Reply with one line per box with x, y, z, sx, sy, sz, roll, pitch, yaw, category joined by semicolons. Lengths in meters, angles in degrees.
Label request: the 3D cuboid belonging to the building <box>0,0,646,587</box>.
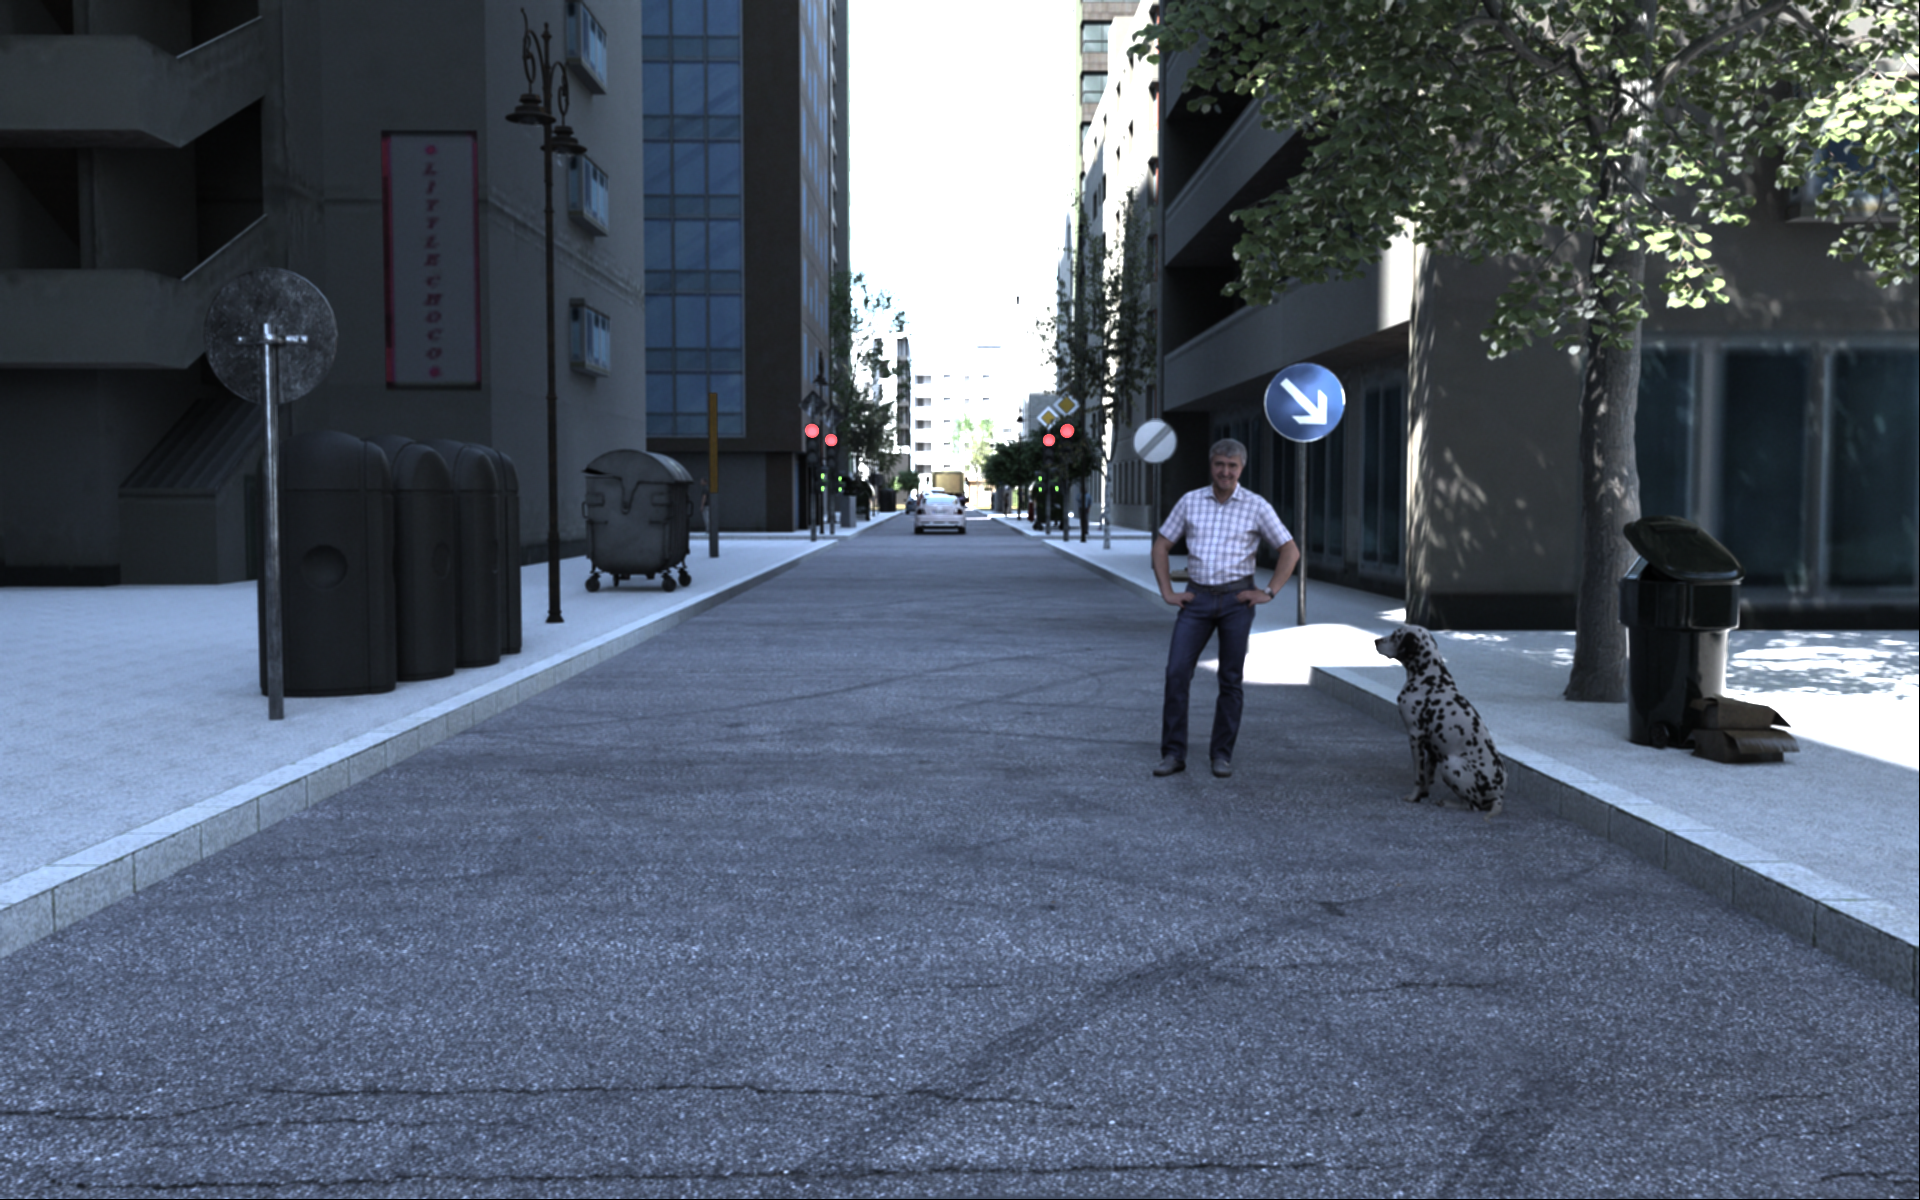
-18.298;-24.946;31.573;21.600;48.544;21.300;0;4;-1;building

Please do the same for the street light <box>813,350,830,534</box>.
-4.436;-5.057;55.469;0.468;5.910;1.993;0;4;-1;street light

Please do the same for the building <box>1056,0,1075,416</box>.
20.682;-32.172;115.256;28.713;52.752;27.495;0;4;-1;building

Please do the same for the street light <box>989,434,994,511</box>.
2.387;-9.601;129.757;0.468;5.910;1.993;0;4;-1;street light

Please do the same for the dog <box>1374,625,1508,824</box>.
2.253;0.548;7.878;0.513;0.831;0.800;0;4;-6;dog

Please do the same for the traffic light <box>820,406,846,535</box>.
-4.037;-4.034;54.877;0.839;4.253;0.868;0;4;-1;traffic light

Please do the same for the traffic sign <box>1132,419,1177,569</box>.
3.318;-1.801;29.548;0.768;2.556;0.104;1;4;9;traffic sign

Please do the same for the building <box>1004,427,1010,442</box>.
19.530;-17.104;221.801;28.070;9.664;9.099;0;4;-1;building

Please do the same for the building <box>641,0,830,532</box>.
-12.222;-25.273;63.322;14.600;45.320;14.200;0;4;-1;building

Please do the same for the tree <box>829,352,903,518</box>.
-5.196;-8.609;91.121;4.360;8.622;3.978;0;3;0;tree

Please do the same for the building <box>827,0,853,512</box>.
-15.011;-26.819;122.088;14.154;41.232;14.086;0;4;-1;building

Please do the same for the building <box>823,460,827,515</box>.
-18.650;-33.665;92.427;21.231;58.520;28.212;0;4;-1;building

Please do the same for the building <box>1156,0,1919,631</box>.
14.953;-24.567;25.376;21.300;48.544;21.600;0;4;-1;building

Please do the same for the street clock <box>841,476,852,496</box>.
-4.664;-4.069;71.092;0.358;2.002;0.471;-3;5;-45;street clock

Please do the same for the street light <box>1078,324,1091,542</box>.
3.288;-4.478;46.007;0.468;5.910;1.993;0;4;-1;street light

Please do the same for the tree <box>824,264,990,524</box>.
-5.575;-9.175;75.761;9.928;11.665;9.643;0;3;0;tree

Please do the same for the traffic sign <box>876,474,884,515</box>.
-5.111;-6.592;107.882;0.768;2.556;0.104;0;4;5;traffic sign

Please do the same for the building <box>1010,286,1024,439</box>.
19.260;-20.973;186.890;27.936;21.610;32.646;0;4;-1;building

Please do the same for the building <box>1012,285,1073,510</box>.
13.703;-17.642;154.911;16.747;18.905;31.486;0;4;-1;building

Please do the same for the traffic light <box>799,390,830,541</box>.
-3.957;-3.546;46.892;0.839;4.253;0.868;0;4;-1;traffic light

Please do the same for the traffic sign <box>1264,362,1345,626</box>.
3.339;-1.025;16.860;0.768;2.556;0.104;0;4;7;traffic sign

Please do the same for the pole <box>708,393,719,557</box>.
-4.992;-2.520;35.040;0.158;3.312;0.155;0;3;0;pole

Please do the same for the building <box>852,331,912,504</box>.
-22.839;-23.634;230.384;32.646;21.610;27.936;0;4;-1;building

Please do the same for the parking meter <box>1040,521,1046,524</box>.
3.562;-4.268;75.500;0.399;1.863;0.255;-2;4;-31;parking meter

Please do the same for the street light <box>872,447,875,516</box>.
-5.023;-7.815;100.555;0.468;5.910;1.993;0;4;-1;street light

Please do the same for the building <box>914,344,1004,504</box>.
-0.251;-22.543;224.996;11.380;20.091;16.016;0;4;-1;building

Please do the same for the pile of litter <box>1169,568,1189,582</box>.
3.643;-0.695;25.335;1.176;0.858;1.719;0;4;-6;pile of litter

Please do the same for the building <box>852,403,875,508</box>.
-12.900;-14.117;172.958;9.099;9.664;28.070;0;4;-1;building

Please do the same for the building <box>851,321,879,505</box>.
-14.984;-20.738;195.478;11.380;20.091;16.016;0;4;-1;building

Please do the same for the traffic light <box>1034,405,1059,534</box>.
2.784;-4.039;54.961;0.839;4.253;0.868;0;4;-1;traffic light

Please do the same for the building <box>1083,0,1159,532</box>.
20.680;-13.872;71.839;28.899;21.520;27.650;0;4;-1;building

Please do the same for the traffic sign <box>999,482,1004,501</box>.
2.786;-6.728;110.115;0.768;2.556;0.104;0;4;6;traffic sign

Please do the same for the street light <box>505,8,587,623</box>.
-4.052;-2.713;17.144;0.468;5.910;1.993;0;4;-1;street light

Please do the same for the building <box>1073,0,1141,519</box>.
13.111;-19.776;95.042;14.160;30.474;14.107;0;4;-1;building

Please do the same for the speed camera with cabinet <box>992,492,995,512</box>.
2.781;-7.899;123.488;0.660;3.252;2.038;-1;4;-13;speed camera with cabinet

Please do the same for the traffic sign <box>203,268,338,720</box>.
-3.897;-0.592;9.792;0.768;2.556;0.104;0;4;2;traffic sign

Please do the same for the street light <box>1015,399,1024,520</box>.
2.901;-6.834;84.520;0.468;5.910;1.993;0;4;-1;street light

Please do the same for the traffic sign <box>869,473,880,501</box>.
-5.221;-6.411;104.929;0.768;2.556;0.104;1;4;8;traffic sign

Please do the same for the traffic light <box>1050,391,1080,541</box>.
2.864;-3.551;46.977;0.839;4.253;0.868;0;4;-1;traffic light
